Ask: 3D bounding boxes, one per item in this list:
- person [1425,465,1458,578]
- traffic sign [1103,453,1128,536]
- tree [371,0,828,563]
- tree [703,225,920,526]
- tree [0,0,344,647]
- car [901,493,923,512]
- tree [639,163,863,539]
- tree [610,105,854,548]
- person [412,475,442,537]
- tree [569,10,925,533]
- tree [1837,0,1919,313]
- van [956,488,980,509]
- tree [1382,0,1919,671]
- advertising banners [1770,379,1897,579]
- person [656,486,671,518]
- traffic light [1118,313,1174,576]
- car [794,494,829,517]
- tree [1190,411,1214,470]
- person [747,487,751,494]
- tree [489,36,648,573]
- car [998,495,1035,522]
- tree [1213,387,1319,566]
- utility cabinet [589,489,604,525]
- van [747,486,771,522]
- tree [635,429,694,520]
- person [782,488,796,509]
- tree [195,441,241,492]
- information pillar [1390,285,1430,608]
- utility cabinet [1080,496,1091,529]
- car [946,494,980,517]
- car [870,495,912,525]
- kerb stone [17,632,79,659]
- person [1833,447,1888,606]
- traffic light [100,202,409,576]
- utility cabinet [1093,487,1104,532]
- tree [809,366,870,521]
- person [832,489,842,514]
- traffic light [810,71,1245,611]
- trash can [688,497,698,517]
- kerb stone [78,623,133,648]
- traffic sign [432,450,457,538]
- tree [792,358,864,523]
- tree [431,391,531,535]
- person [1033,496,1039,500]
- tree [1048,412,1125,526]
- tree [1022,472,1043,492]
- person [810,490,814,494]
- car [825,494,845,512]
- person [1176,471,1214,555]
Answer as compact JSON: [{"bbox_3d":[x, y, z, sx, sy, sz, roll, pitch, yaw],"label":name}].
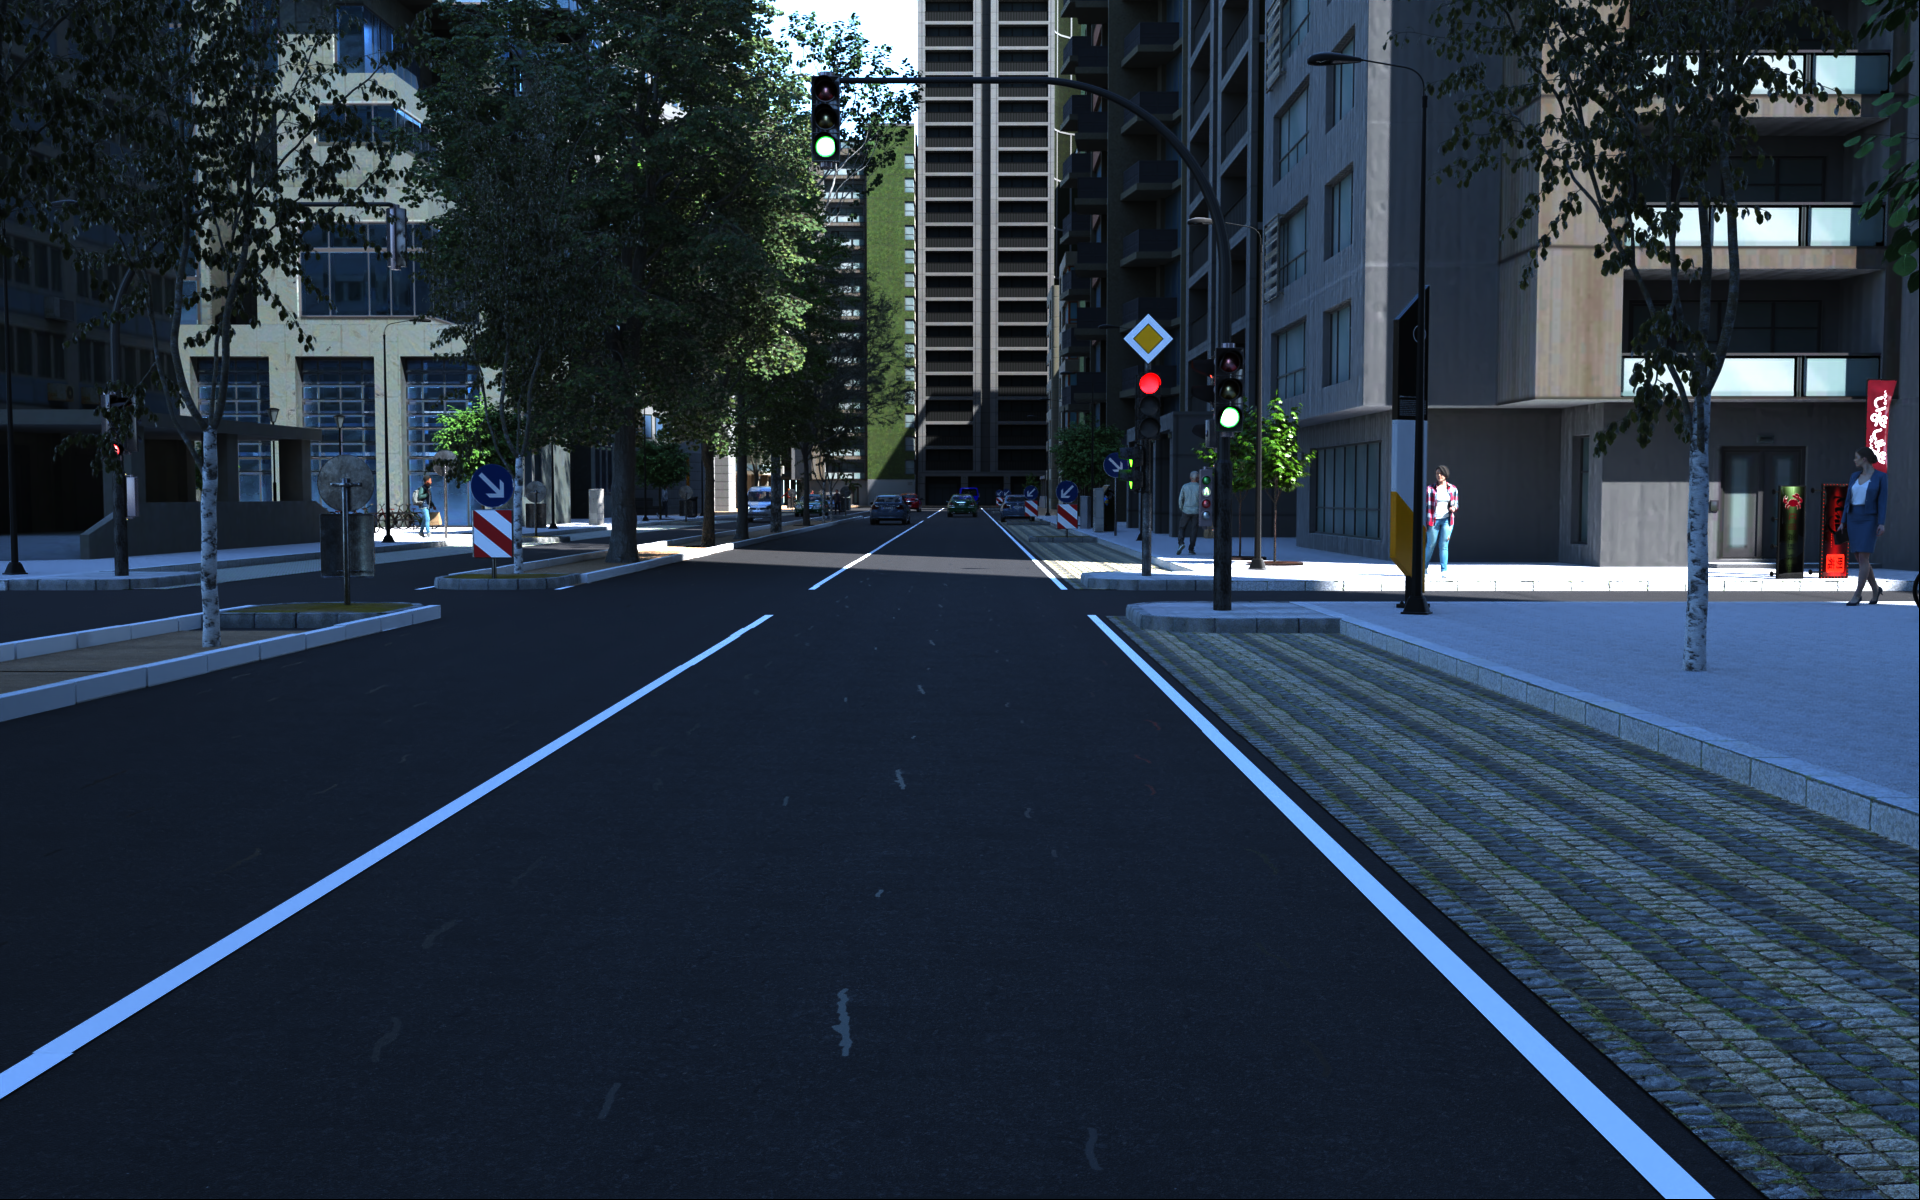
[{"bbox_3d":[7.397,-1.213,26.717,0.563,1.720,0.643,0,4,4],"label":"person"},{"bbox_3d":[4.783,-3.247,53.190,0.768,2.556,0.104,0,4,6],"label":"traffic sign"},{"bbox_3d":[-7.051,-7.750,35.821,9.857,13.997,8.962,0,3,0],"label":"tree"},{"bbox_3d":[-6.853,-10.048,77.114,12.009,13.543,11.850,0,3,0],"label":"tree"},{"bbox_3d":[-6.999,-3.873,16.139,4.360,8.622,3.978,0,3,0],"label":"tree"},{"bbox_3d":[-4.064,-7.973,139.405,2.155,1.783,4.494,0,4,2],"label":"car"},{"bbox_3d":[-6.970,-8.198,54.627,7.486,12.596,7.792,0,3,0],"label":"tree"},{"bbox_3d":[-6.625,-7.196,45.864,9.928,11.665,9.643,0,3,0],"label":"tree"},{"bbox_3d":[-15.614,-2.737,50.776,0.713,1.824,0.794,1,4,21],"label":"person"},{"bbox_3d":[-8.035,-12.611,64.529,12.611,20.169,13.585,0,3,0],"label":"tree"},{"bbox_3d":[5.196,-1.376,6.216,4.285,4.588,4.351,0,3,0],"label":"tree"},{"bbox_3d":[0.810,-9.885,166.004,2.240,2.365,5.245,0,4,-1],"label":"van"},{"bbox_3d":[5.114,-3.795,12.403,4.360,8.622,3.978,0,3,0],"label":"tree"},{"bbox_3d":[13.252,-1.838,26.244,2.074,3.025,0.090,-1,4,-12],"label":"advertising banners"},{"bbox_3d":[-15.946,-5.334,93.101,0.795,1.843,0.661,0,4,-7],"label":"person"},{"bbox_3d":[2.906,-2.332,27.047,0.839,4.253,0.868,0,4,0],"label":"traffic light"},{"bbox_3d":[-9.516,-6.087,111.327,2.131,1.459,4.920,0,4,2],"label":"car"},{"bbox_3d":[5.598,-2.398,33.808,1.663,3.219,1.824,0,3,0],"label":"tree"},{"bbox_3d":[-16.255,-7.913,135.292,0.709,1.838,0.599,1,4,16],"label":"person"},{"bbox_3d":[-7.168,-4.601,28.048,4.360,8.622,3.978,0,3,0],"label":"tree"},{"bbox_3d":[2.953,-4.703,88.899,2.014,1.417,4.499,0,4,2],"label":"car"},{"bbox_3d":[5.823,-2.250,31.394,1.663,3.219,1.824,0,3,0],"label":"tree"},{"bbox_3d":[-15.013,-3.839,71.442,0.318,1.500,1.173,-2,4,-29],"label":"utility cabinet"},{"bbox_3d":[-10.208,-5.019,89.067,2.013,2.044,4.112,0,4,-1],"label":"van"},{"bbox_3d":[-15.089,-6.314,86.946,4.285,4.588,4.351,0,3,0],"label":"tree"},{"bbox_3d":[-14.850,-8.832,150.414,1.348,1.831,0.705,1,4,8],"label":"person"},{"bbox_3d":[-23.858,-3.669,54.596,1.663,3.219,1.824,0,3,0],"label":"tree"},{"bbox_3d":[5.047,-1.716,19.409,0.504,3.616,0.183,-2,4,-31],"label":"information pillar"},{"bbox_3d":[4.704,-3.275,64.711,0.306,1.237,1.020,1,4,11],"label":"utility cabinet"},{"bbox_3d":[0.165,-5.914,108.491,2.131,1.459,4.920,0,4,2],"label":"car"},{"bbox_3d":[-3.307,-4.300,82.307,2.014,1.417,4.499,0,4,1],"label":"car"},{"bbox_3d":[-8.183,0.414,15.420,0.120,0.150,1.000,0,4,0],"label":"kerb stone"},{"bbox_3d":[10.469,-0.850,19.968,0.654,1.822,0.581,-1,4,-13],"label":"person"},{"bbox_3d":[-11.063,-3.208,27.120,4.771,5.953,1.251,0,4,0],"label":"traffic light"},{"bbox_3d":[4.665,-3.047,58.503,0.318,1.500,1.173,0,4,1],"label":"utility cabinet"},{"bbox_3d":[-6.726,-8.426,90.587,4.737,8.622,4.395,0,3,0],"label":"tree"},{"bbox_3d":[-8.672,-6.887,121.627,0.617,1.759,0.750,1,4,15],"label":"person"},{"bbox_3d":[0.782,-2.707,18.929,4.771,5.953,1.251,0,4,0],"label":"traffic light"},{"bbox_3d":[-14.720,-5.099,95.024,0.748,1.137,0.748,0,3,0],"label":"trash can"},{"bbox_3d":[-8.174,0.352,16.443,0.120,0.150,1.000,0,4,0],"label":"kerb stone"},{"bbox_3d":[-14.859,-3.052,50.000,0.768,2.556,0.104,0,4,2],"label":"traffic sign"},{"bbox_3d":[-6.784,-8.141,85.921,4.360,8.622,3.978,0,3,0],"label":"tree"},{"bbox_3d":[-15.163,-4.381,55.343,4.285,4.588,4.351,0,3,0],"label":"tree"},{"bbox_3d":[5.535,-7.626,130.712,0.705,1.826,1.348,2,4,35],"label":"person"},{"bbox_3d":[5.113,-5.233,69.268,4.285,4.588,4.351,0,3,0],"label":"tree"},{"bbox_3d":[5.636,-8.871,139.641,1.663,3.219,1.824,0,3,0],"label":"tree"},{"bbox_3d":[-14.311,-9.810,167.898,0.415,1.643,0.593,0,4,-5],"label":"person"},{"bbox_3d":[-10.205,-7.822,139.890,2.014,1.417,4.499,0,4,1],"label":"car"},{"bbox_3d":[4.982,-1.836,36.547,0.782,1.767,0.515,1,4,15],"label":"person"}]
